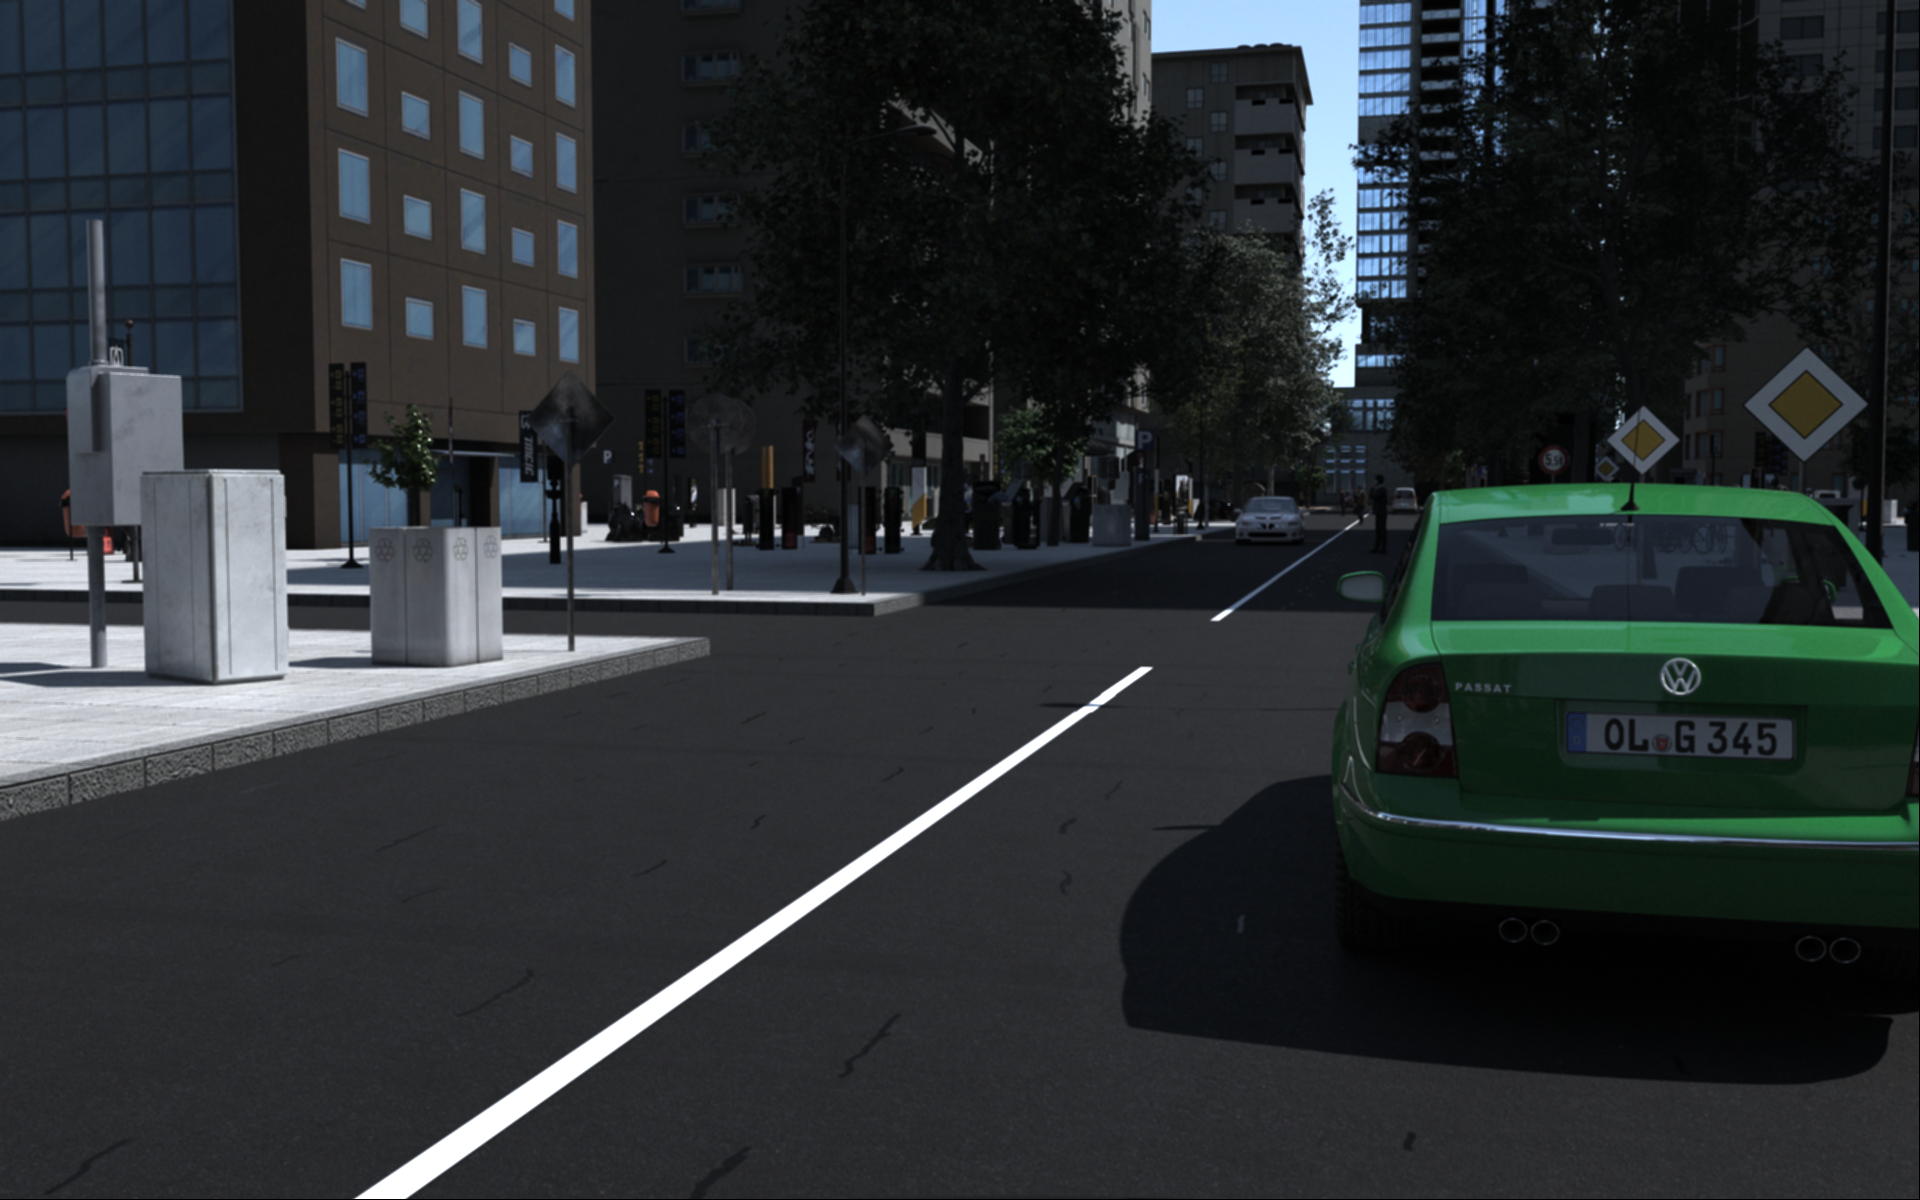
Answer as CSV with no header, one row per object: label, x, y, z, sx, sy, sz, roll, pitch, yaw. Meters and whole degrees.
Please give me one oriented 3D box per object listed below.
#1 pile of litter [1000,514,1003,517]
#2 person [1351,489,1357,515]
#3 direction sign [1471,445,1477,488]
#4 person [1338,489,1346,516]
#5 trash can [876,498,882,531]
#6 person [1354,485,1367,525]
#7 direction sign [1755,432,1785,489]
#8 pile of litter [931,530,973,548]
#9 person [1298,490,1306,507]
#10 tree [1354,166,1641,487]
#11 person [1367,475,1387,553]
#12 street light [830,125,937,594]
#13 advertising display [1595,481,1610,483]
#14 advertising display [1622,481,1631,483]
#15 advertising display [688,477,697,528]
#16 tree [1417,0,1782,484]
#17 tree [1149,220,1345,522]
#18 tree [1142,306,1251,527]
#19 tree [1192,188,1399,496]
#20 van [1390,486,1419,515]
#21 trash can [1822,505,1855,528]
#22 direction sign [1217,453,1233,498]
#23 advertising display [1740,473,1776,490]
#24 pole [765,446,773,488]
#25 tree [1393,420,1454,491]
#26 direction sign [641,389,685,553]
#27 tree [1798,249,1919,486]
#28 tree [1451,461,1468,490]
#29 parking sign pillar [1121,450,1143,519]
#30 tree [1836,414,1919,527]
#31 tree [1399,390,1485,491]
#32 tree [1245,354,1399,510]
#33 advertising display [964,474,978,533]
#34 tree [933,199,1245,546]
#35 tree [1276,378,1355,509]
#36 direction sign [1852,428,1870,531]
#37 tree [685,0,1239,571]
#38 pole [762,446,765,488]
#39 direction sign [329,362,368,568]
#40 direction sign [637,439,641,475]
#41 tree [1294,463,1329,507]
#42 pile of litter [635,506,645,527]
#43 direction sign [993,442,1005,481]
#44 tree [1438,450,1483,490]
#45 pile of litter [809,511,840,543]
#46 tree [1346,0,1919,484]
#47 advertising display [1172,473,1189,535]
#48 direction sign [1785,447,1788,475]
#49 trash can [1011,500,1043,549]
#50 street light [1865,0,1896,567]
pile of litter,2.153,-4.325,84.685,1.719,0.858,1.176,-1,4,-14
person,27.369,-6.758,119.507,1.217,1.766,0.721,-3,5,-41
direction sign,23.626,-5.363,79.682,0.379,3.537,0.876,2,4,32
person,24.868,-6.354,112.830,0.568,1.767,0.683,-1,4,-19
trash can,-3.055,-2.932,59.589,0.748,1.137,0.748,0,3,0
person,18.763,-4.450,81.164,0.656,1.842,0.836,1,4,21
direction sign,29.330,-4.338,62.916,0.876,3.537,0.379,2,4,32
pile of litter,-0.087,-1.701,41.775,1.176,0.858,1.719,2,4,34
person,34.362,-10.130,174.214,0.705,1.812,1.348,-2,4,-28
tree,18.586,-8.742,59.938,9.611,12.733,9.660,0,3,0
person,10.100,-2.081,41.887,0.474,1.900,0.648,1,4,12
street light,-0.971,-3.029,22.071,1.470,5.913,1.316,1,4,14
advertising display,31.812,-4.950,86.139,0.974,1.923,0.123,0,4,1
advertising display,33.857,-5.082,88.297,0.974,1.923,0.123,0,4,1
advertising display,-10.201,-3.724,66.102,0.123,1.923,0.974,0,4,5
tree,14.269,-7.353,38.342,7.486,12.596,7.792,0,3,0
tree,13.103,-10.637,80.569,9.857,13.997,8.962,0,3,0
tree,9.366,-7.125,66.852,4.737,8.622,4.395,0,3,0
tree,20.353,-15.425,108.085,12.611,20.169,13.585,0,3,0
van,31.211,-7.013,121.668,2.013,2.044,4.112,1,4,14
trash can,11.436,-0.693,22.984,0.748,1.137,0.748,0,3,0
direction sign,13.653,-5.938,89.078,0.876,3.537,0.379,1,4,18
advertising display,24.042,-2.875,52.217,0.974,1.923,0.123,1,4,11
pole,-7.999,-4.850,73.138,0.158,3.312,0.155,0,3,0
tree,45.697,-15.776,164.591,9.857,13.997,8.962,0,3,0
direction sign,-6.404,-2.794,37.683,0.876,3.537,0.379,-2,4,-25
tree,27.844,-6.288,53.169,4.360,8.622,3.978,0,3,0
tree,25.693,-5.730,88.281,1.663,3.219,1.824,0,3,0
parking sign pillar,9.069,-6.242,90.534,1.447,3.967,1.447,1,4,13
tree,36.579,-5.188,68.534,4.285,4.588,4.351,0,3,0
tree,41.874,-14.627,149.516,12.009,13.543,11.850,0,3,0
tree,26.738,-14.014,139.493,12.009,13.543,11.850,0,3,0
advertising display,0.108,-3.131,56.399,0.974,1.923,0.123,-1,4,-9
tree,2.522,-6.590,42.164,7.601,10.594,8.767,3,5,44
tree,30.622,-13.791,151.238,9.928,11.665,9.643,0,3,0
direction sign,30.975,-4.124,59.428,0.876,3.537,0.379,-1,4,-17
tree,-0.031,-6.834,28.743,9.611,12.733,9.660,0,3,0
pole,-8.360,-4.900,73.956,0.158,3.312,0.155,0,3,0
direction sign,-10.571,-2.324,29.989,0.876,3.537,0.379,2,4,28
direction sign,-12.953,-4.850,71.289,0.379,3.537,0.876,2,4,35
tree,33.765,-11.177,166.454,4.285,4.588,4.351,0,3,0
pile of litter,-11.419,-3.032,63.541,1.176,0.858,1.719,1,4,18
direction sign,1.624,-4.927,72.549,0.379,3.537,0.876,2,4,34
tree,32.224,-7.757,110.541,4.285,4.588,4.351,0,3,0
pile of litter,-3.100,-1.945,45.772,1.719,0.858,1.176,0,4,3
tree,10.426,-5.618,26.270,8.767,10.594,7.601,0,4,0
advertising display,6.925,-3.006,54.359,0.123,1.923,0.974,2,4,33
direction sign,34.329,-4.947,72.877,0.876,3.537,0.379,2,4,33
trash can,1.564,-1.756,40.369,0.748,1.137,0.748,0,3,0
street light,5.691,-2.400,11.788,1.470,5.913,1.316,1,4,14
